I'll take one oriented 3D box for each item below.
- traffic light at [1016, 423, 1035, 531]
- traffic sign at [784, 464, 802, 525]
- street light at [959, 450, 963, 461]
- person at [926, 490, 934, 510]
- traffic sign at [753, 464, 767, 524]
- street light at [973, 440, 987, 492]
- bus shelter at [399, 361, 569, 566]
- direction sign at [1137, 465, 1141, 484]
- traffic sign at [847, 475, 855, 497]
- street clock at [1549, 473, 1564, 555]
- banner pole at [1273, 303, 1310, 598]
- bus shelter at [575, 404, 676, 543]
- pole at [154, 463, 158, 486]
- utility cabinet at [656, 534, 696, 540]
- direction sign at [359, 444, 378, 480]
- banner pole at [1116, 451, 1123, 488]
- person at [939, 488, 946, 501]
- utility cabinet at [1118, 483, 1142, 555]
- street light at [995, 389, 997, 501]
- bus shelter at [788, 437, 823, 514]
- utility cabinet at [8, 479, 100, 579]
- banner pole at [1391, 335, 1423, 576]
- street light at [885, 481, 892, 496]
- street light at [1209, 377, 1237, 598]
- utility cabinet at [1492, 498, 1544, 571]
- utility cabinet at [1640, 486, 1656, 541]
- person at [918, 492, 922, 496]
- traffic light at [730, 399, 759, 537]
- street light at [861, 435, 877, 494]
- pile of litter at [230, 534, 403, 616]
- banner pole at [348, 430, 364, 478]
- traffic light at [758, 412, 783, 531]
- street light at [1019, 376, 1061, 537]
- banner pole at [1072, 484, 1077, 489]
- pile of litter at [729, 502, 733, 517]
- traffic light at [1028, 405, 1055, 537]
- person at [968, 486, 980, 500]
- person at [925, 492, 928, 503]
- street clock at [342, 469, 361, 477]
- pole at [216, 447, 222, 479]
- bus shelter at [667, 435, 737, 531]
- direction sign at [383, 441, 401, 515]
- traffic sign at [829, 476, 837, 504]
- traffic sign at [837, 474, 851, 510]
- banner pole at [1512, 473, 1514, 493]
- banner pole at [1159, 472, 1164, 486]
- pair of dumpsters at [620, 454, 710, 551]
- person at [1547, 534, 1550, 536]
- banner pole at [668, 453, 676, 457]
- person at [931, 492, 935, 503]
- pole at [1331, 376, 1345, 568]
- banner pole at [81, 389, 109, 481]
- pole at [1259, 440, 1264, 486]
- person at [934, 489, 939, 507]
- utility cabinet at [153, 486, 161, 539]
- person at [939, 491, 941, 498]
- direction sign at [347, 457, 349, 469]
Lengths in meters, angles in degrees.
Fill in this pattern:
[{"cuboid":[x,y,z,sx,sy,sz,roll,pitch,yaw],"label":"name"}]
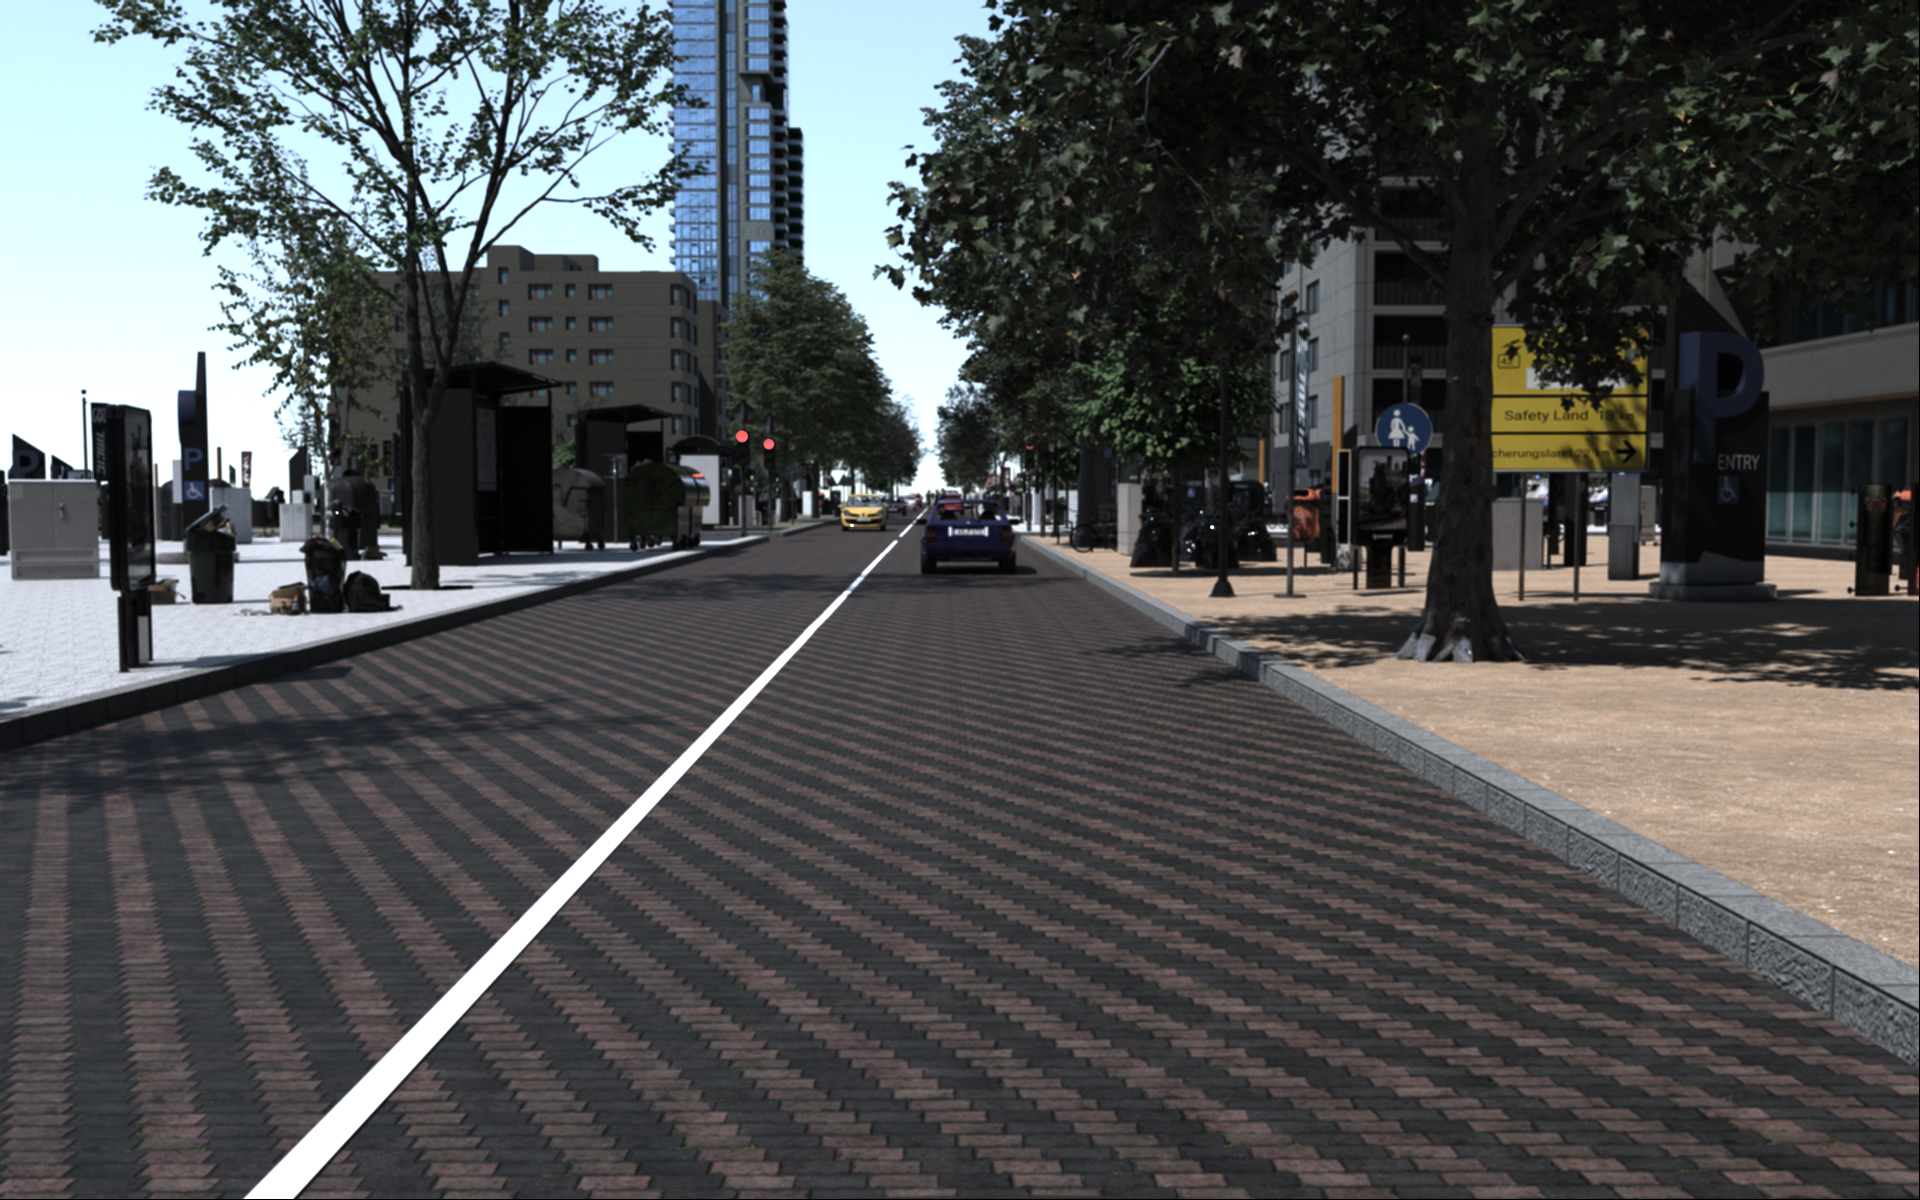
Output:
[{"cuboid":[2.361,-4.317,59.504,0.839,4.253,0.868,0,4,-1],"label":"traffic light"},{"cuboid":[-7.005,-4.429,72.528,0.768,2.556,0.104,0,4,6],"label":"traffic sign"},{"cuboid":[0.901,-12.750,181.000,1.470,5.913,1.316,0,4,-1],"label":"street light"},{"cuboid":[-2.819,-9.290,160.390,0.705,1.824,1.348,2,4,30],"label":"person"},{"cuboid":[-8.650,-4.555,74.482,0.884,2.594,0.081,0,3,0],"label":"traffic sign"},{"cuboid":[1.648,-8.107,105.086,1.470,5.913,1.316,0,4,-1],"label":"street light"},{"cuboid":[-9.121,-2.598,33.757,1.731,3.624,6.357,0,4,-1],"label":"bus shelter"},{"cuboid":[13.828,-8.671,133.763,0.379,3.537,0.876,1,4,21],"label":"direction sign"},{"cuboid":[-7.506,-7.129,116.564,0.884,2.594,0.081,0,4,0],"label":"traffic sign"},{"cuboid":[12.550,-1.955,36.541,0.358,2.002,0.471,1,4,12],"label":"street clock"},{"cuboid":[4.129,-1.906,21.187,0.401,3.779,0.863,0,4,-7],"label":"banner pole"},{"cuboid":[-9.254,-3.490,48.341,1.731,3.624,6.357,0,4,-1],"label":"bus shelter"},{"cuboid":[-53.218,-7.393,114.717,0.158,3.312,0.155,0,3,0],"label":"pole"},{"cuboid":[-7.855,-2.393,47.808,0.318,1.500,1.173,3,5,41],"label":"utility cabinet"},{"cuboid":[-26.793,-5.293,78.544,0.876,3.537,0.379,-3,5,-45],"label":"direction sign"},{"cuboid":[8.212,-6.086,89.518,0.863,3.779,0.401,-3,5,-43],"label":"banner pole"},{"cuboid":[-1.166,-5.803,103.651,0.573,1.790,0.520,2,4,23],"label":"person"},{"cuboid":[3.581,-1.697,36.425,0.318,1.500,1.173,0,4,-5],"label":"utility cabinet"},{"cuboid":[2.155,-6.299,75.531,1.470,5.913,1.316,0,4,-1],"label":"street light"},{"cuboid":[-10.694,-8.589,118.065,2.179,5.291,8.768,0,4,-1],"label":"bus shelter"},{"cuboid":[-13.622,-1.062,26.047,1.173,1.500,0.318,-2,4,-31],"label":"utility cabinet"},{"cuboid":[7.151,-2.291,27.478,0.401,3.779,0.863,3,4,38],"label":"banner pole"},{"cuboid":[-7.563,-11.865,166.531,1.470,5.913,1.316,0,4,-1],"label":"street light"},{"cuboid":[2.740,-2.992,21.456,1.470,5.913,1.316,0,4,-1],"label":"street light"},{"cuboid":[9.273,-1.096,29.085,1.020,1.237,0.306,-1,4,-17],"label":"utility cabinet"},{"cuboid":[18.316,-2.341,46.947,1.173,1.500,0.318,-2,4,-24],"label":"utility cabinet"},{"cuboid":[-6.368,-15.762,266.943,1.217,1.736,0.721,0,4,-7],"label":"person"},{"cuboid":[-6.412,-3.822,51.406,0.839,4.253,0.868,0,4,-1],"label":"traffic light"},{"cuboid":[-7.225,-10.009,136.186,1.470,5.913,1.316,0,4,-1],"label":"street light"},{"cuboid":[-6.988,-0.299,18.854,1.719,0.858,1.176,-1,4,-14],"label":"pile of litter"},{"cuboid":[-23.583,-4.759,67.822,0.401,3.779,0.863,3,4,37],"label":"banner pole"},{"cuboid":[-6.500,-4.310,59.391,0.839,4.253,0.868,0,4,-1],"label":"traffic light"},{"cuboid":[2.300,-4.830,51.504,1.470,5.913,1.316,0,4,-1],"label":"street light"},{"cuboid":[7.077,-7.238,108.354,0.863,3.779,0.401,-3,5,-44],"label":"banner pole"},{"cuboid":[-12.610,-5.103,97.399,1.176,0.858,1.719,0,4,4],"label":"pile of litter"},{"cuboid":[2.448,-3.829,51.519,0.839,4.253,0.868,0,4,-1],"label":"traffic light"},{"cuboid":[0.744,-4.931,88.960,0.661,1.843,0.795,2,4,25],"label":"person"},{"cuboid":[-5.392,-16.809,283.416,1.350,1.814,0.705,-2,4,-31],"label":"person"},{"cuboid":[-17.608,-2.789,50.174,0.471,2.002,0.358,1,4,13],"label":"street clock"},{"cuboid":[-31.886,-4.939,74.600,0.158,3.312,0.155,0,3,0],"label":"pole"},{"cuboid":[-9.023,-4.161,61.949,2.014,3.302,5.546,0,4,-1],"label":"bus shelter"},{"cuboid":[-23.988,-4.983,73.464,0.876,3.537,0.379,-2,4,-31],"label":"direction sign"},{"cuboid":[-8.902,-7.358,120.314,0.884,2.594,0.081,0,4,4],"label":"traffic sign"},{"cuboid":[-7.283,-6.647,108.683,0.884,2.594,0.081,0,4,5],"label":"traffic sign"},{"cuboid":[22.529,-4.926,70.563,0.401,3.779,0.863,1,4,20],"label":"banner pole"},{"cuboid":[11.830,-6.846,101.941,0.401,3.779,0.863,2,4,30],"label":"banner pole"},{"cuboid":[-6.907,-2.336,40.685,1.574,2.255,4.437,0,4,-1],"label":"pair of dumpsters"},{"cuboid":[18.653,-2.742,55.140,0.589,1.601,0.330,-2,4,-28],"label":"person"},{"cuboid":[-15.387,-6.339,93.665,0.863,3.779,0.401,-2,4,-32],"label":"banner pole"},{"cuboid":[-4.551,-17.206,289.919,1.348,1.812,0.705,0,4,-2],"label":"person"},{"cuboid":[6.537,-2.210,29.971,0.158,3.312,0.155,0,3,0],"label":"pole"},{"cuboid":[-20.757,-3.153,41.571,0.401,3.779,0.863,2,4,32],"label":"banner pole"},{"cuboid":[11.405,-4.382,65.492,0.158,3.312,0.155,0,3,0],"label":"pole"},{"cuboid":[-1.795,-7.576,132.544,0.526,1.800,0.537,-2,4,-23],"label":"person"},{"cuboid":[-22.957,-2.475,49.141,1.173,1.500,0.318,3,4,38],"label":"utility cabinet"},{"cuboid":[-2.392,-11.794,201.862,0.617,1.759,0.750,3,4,37],"label":"person"},{"cuboid":[-37.105,-6.976,106.058,0.876,3.537,0.379,1,4,15],"label":"direction sign"}]
